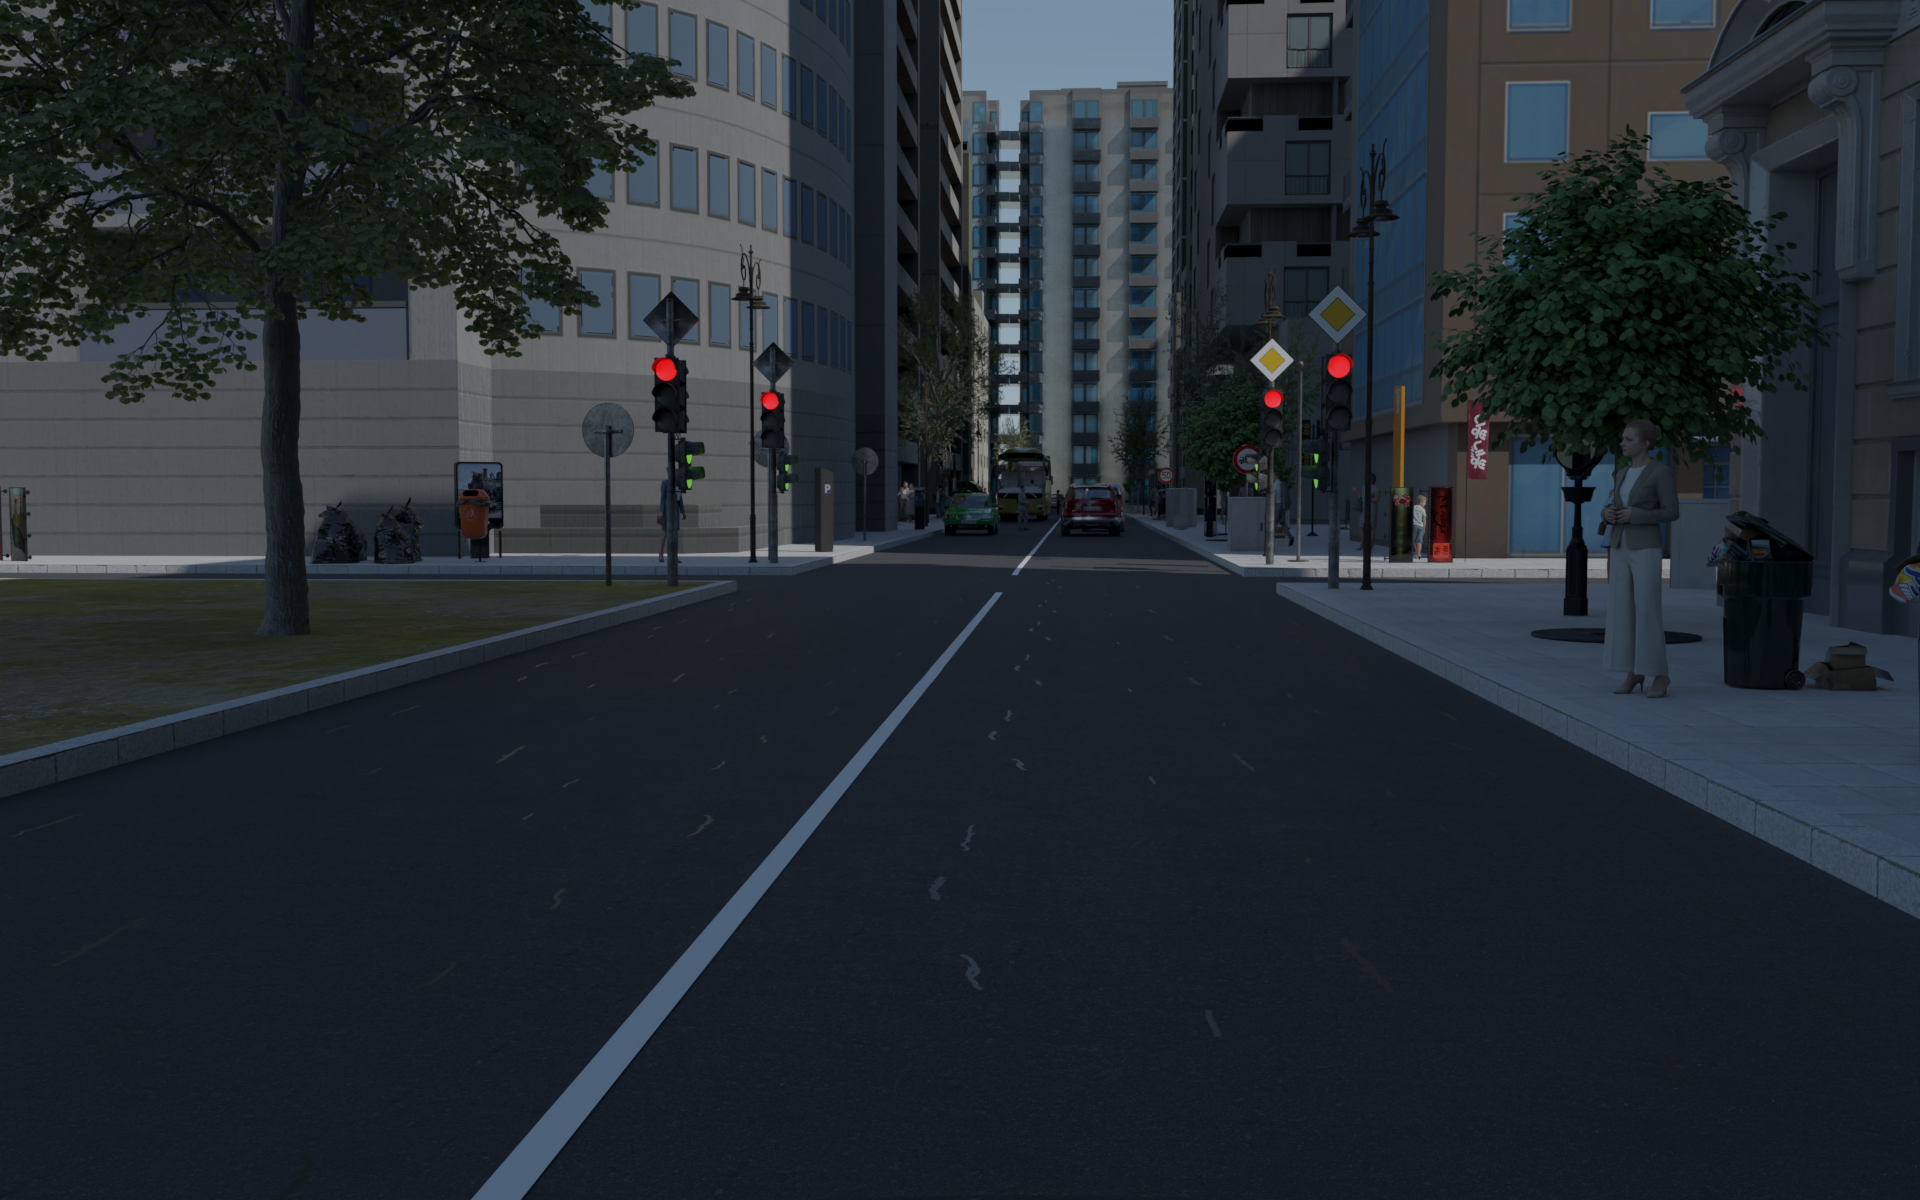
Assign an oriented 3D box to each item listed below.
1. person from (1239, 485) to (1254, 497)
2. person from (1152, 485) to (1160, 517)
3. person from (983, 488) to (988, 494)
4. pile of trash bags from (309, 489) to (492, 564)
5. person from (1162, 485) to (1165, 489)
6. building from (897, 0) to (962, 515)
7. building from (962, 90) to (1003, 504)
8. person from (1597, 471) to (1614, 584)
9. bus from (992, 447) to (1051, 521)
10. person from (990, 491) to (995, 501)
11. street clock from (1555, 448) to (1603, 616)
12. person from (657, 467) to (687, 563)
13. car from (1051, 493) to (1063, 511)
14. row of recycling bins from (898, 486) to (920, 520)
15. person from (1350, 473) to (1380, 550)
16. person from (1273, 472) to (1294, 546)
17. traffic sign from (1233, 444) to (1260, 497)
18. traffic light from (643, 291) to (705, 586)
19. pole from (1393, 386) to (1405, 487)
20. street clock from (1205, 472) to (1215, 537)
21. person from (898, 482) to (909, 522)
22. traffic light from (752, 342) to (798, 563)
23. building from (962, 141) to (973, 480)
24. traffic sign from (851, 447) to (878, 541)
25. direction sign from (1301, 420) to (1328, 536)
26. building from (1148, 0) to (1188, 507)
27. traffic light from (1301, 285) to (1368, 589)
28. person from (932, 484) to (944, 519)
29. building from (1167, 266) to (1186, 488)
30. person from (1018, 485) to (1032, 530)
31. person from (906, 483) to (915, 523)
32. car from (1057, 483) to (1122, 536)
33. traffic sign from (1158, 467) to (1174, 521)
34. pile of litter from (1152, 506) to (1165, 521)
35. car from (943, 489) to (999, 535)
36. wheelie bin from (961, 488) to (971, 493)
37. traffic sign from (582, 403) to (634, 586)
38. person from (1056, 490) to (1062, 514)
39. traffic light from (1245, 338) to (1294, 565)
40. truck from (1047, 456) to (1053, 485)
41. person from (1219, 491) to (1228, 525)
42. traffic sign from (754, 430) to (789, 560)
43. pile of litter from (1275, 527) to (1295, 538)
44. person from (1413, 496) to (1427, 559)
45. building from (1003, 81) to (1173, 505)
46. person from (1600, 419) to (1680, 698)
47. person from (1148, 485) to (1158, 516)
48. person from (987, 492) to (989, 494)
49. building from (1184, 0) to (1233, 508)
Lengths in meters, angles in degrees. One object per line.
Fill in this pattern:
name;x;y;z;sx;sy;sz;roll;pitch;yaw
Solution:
person;10.969;-3.663;66.035;0.694;1.812;0.767;2;4;27
person;10.574;-5.300;93.274;0.524;1.755;0.480;1;4;15
person;2.214;-8.882;151.194;0.705;1.831;1.348;-3;4;-39
pile of trash bags;-10.464;-1.391;32.490;3.447;1.369;1.912;0;4;5
person;12.905;-6.358;109.621;0.705;1.869;1.348;-3;4;-38
building;-11.178;-30.246;118.226;21.300;48.544;21.600;0;4;4
building;-9.258;-35.847;205.708;30.456;49.044;23.786;0;4;4
person;9.858;-1.060;25.920;0.778;1.811;0.616;-2;4;-26
bus;3.568;-6.318;94.850;2.896;3.916;12.252;0;4;5
person;3.339;-10.904;187.326;0.990;1.755;0.434;1;4;16
street clock;6.504;-0.836;18.237;0.471;2.002;0.358;3;5;44
person;-5.411;-1.611;32.402;0.581;1.822;0.654;-2;4;-30
car;7.968;-8.528;148.470;2.155;1.783;4.494;0;4;2
row of recycling bins;-2.455;-4.851;86.427;1.069;1.692;3.534;1;4;8
person;9.242;-2.035;39.668;0.532;1.782;0.716;-3;4;-37
person;7.868;-2.230;42.599;0.850;1.850;0.679;3;5;45
traffic sign;7.387;-2.715;44.498;0.768;2.556;0.104;0;4;6
traffic light;-3.987;-2.147;24.024;0.839;4.253;0.868;0;4;4
pole;8.305;-2.384;32.815;0.158;3.312;0.155;0;3;0
street clock;7.411;-2.862;51.359;0.358;2.002;0.471;1;4;22
person;-2.554;-4.462;79.100;0.679;1.850;0.850;0;4;1
traffic light;-3.429;-2.634;31.989;0.839;4.253;0.868;0;4;4
building;-6.446;-22.301;136.314;14.160;30.474;14.107;0;4;4
traffic sign;-2.605;-2.886;47.291;0.768;2.556;0.104;1;4;13
direction sign;10.747;-3.714;52.725;0.876;3.537;0.379;0;4;2
building;28.949;-44.511;166.004;20.563;71.187;20.611;0;4;4
traffic light;5.054;-2.109;23.410;0.839;4.253;0.868;0;4;4
person;-1.100;-4.988;87.950;0.623;1.781;0.721;0;4;-5
building;31.688;-18.185;142.367;27.650;21.520;28.899;0;4;4
person;2.565;-3.662;68.574;0.583;1.804;0.606;1;4;12
person;-2.161;-4.337;77.529;0.524;1.755;0.480;3;5;39
car;4.543;-3.173;60.546;2.281;1.827;5.304;0;4;3
traffic sign;9.796;-5.025;82.269;0.768;2.556;0.104;1;4;11
pile of litter;9.952;-4.322;84.626;1.176;0.858;1.719;1;4;9
car;0.418;-3.223;61.499;1.959;1.807;4.718;0;4;3
wheelie bin;0.227;-4.815;86.641;0.693;1.594;0.980;0;4;-5
traffic sign;-4.911;-1.470;24.136;0.768;2.556;0.104;1;4;11
person;7.012;-6.912;122.218;0.721;1.736;1.217;1;4;18
traffic light;5.611;-2.597;31.375;0.839;4.253;0.868;0;4;4
truck;5.451;-8.561;128.889;2.839;4.237;11.283;0;4;2
person;11.141;-4.040;72.379;0.573;1.790;0.520;1;4;18
traffic sign;-3.678;-2.041;33.476;0.768;2.556;0.104;1;4;9
pile of litter;8.949;-2.221;50.274;1.719;0.858;1.176;0;4;-7
person;9.084;-1.450;34.431;0.352;1.250;0.332;-2;4;-30
building;21.140;-35.731;203.815;30.456;49.044;23.786;0;4;4
person;4.308;-0.275;11.086;0.362;1.759;0.519;-1;4;-22
person;11.263;-5.781;100.749;0.592;1.802;0.473;-1;4;-10
person;2.288;-8.991;153.985;0.756;1.711;0.436;1;4;16
building;22.666;-26.691;119.999;14.154;41.232;14.086;0;4;4
